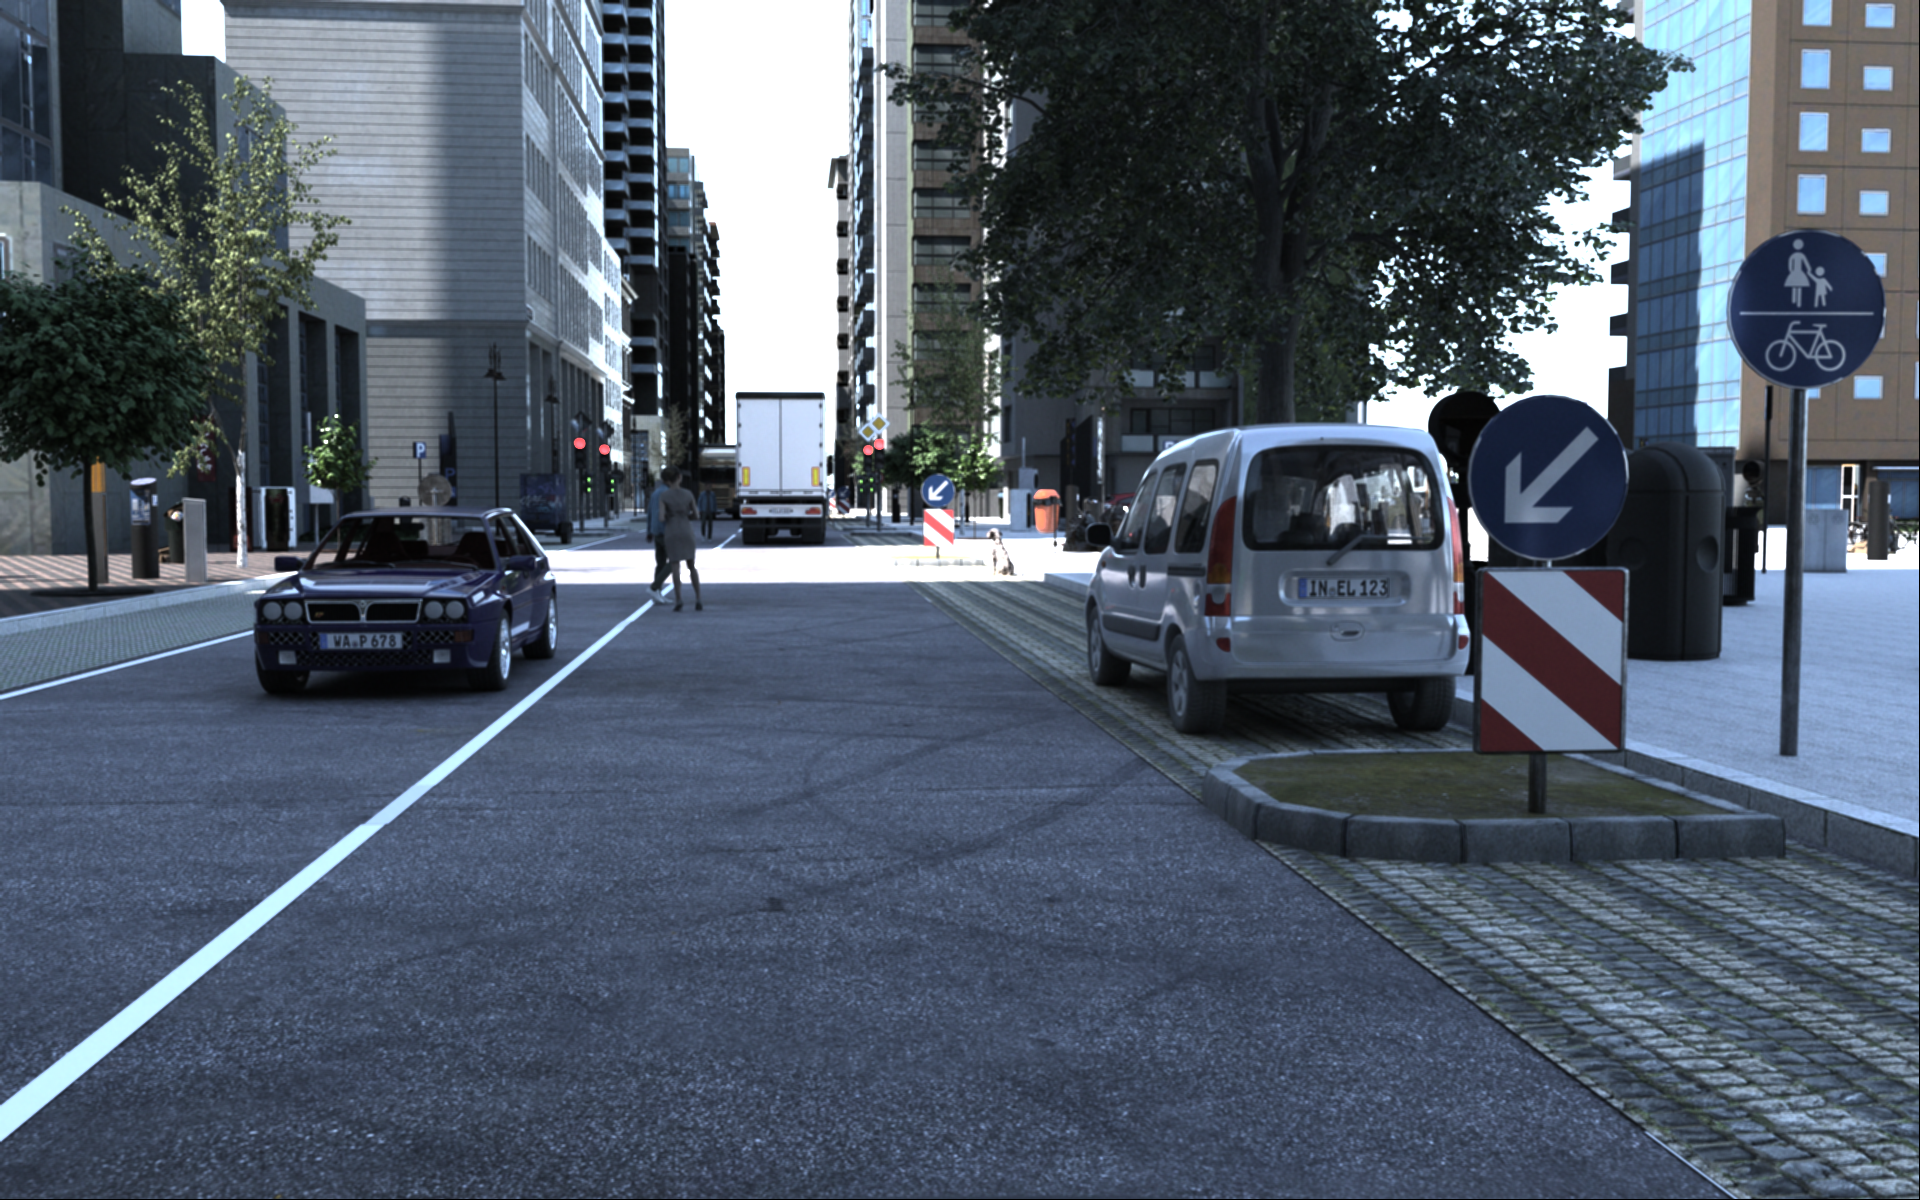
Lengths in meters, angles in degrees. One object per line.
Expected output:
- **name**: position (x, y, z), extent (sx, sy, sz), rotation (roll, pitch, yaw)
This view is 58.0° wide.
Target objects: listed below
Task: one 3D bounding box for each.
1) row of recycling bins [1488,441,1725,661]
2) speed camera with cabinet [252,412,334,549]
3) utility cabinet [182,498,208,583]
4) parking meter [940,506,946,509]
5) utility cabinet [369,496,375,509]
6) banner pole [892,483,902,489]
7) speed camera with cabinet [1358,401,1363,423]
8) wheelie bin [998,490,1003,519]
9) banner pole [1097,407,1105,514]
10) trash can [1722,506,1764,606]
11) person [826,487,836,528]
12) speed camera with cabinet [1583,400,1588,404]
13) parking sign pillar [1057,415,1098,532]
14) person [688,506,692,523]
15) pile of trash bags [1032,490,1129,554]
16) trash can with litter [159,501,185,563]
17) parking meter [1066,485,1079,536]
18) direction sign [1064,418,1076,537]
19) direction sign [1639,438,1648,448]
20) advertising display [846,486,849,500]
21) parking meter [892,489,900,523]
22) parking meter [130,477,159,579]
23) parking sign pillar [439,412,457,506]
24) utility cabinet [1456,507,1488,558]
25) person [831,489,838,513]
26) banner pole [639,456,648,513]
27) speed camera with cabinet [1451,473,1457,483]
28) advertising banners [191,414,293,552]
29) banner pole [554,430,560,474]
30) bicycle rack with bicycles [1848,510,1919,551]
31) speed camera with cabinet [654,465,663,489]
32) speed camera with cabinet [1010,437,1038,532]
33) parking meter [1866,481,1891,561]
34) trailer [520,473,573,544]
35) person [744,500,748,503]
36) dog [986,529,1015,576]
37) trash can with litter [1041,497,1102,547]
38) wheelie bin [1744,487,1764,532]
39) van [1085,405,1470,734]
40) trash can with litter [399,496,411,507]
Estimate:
- **row of recycling bins**: position (5.460, -0.481, 14.980), extent (1.069, 1.692, 3.534), rotation (0, 4, -2)
- **speed camera with cabinet**: position (-15.953, -2.868, 41.231), extent (0.660, 3.252, 2.038), rotation (2, 4, 33)
- **utility cabinet**: position (-11.228, -0.874, 25.454), extent (0.306, 1.237, 1.020), rotation (-1, 4, -22)
- **parking meter**: position (-0.744, -3.971, 73.331), extent (0.372, 1.533, 0.369), rotation (0, 3, 0)
- **utility cabinet**: position (-42.755, -7.032, 126.137), extent (0.306, 1.237, 1.020), rotation (-1, 4, -19)
- **banner pole**: position (-4.233, -7.620, 114.596), extent (0.863, 3.779, 0.401), rotation (-1, 4, -21)
- **speed camera with cabinet**: position (8.421, -2.658, 37.793), extent (0.660, 3.252, 2.038), rotation (0, 4, 4)
- **wheelie bin**: position (2.302, -4.891, 87.871), extent (0.693, 1.594, 0.980), rotation (1, 4, 16)
- **banner pole**: position (4.066, -3.660, 49.853), extent (0.401, 3.779, 0.863), rotation (1, 4, 21)
- **trash can**: position (8.866, -0.512, 20.025), extent (0.748, 1.137, 0.748), rotation (0, 3, 0)
- **person**: position (-5.436, -3.770, 70.893), extent (0.466, 1.731, 0.760), rotation (3, 5, 43)
- **speed camera with cabinet**: position (12.473, -2.581, 36.535), extent (2.038, 3.252, 0.660), rotation (1, 4, 11)
- **parking sign pillar**: position (4.076, -4.341, 59.450), extent (1.447, 3.967, 1.447), rotation (3, 5, 40)
- **person**: position (-13.258, -4.519, 84.987), extent (0.503, 1.515, 0.523), rotation (2, 4, 35)
- **pile of trash bags**: position (2.975, -1.723, 37.931), extent (3.447, 1.369, 1.912), rotation (-3, 4, -39)
- **trash can with litter**: position (-14.642, -1.269, 32.136), extent (1.055, 1.170, 0.624), rotation (2, 4, 26)
- **parking meter**: position (3.191, -2.498, 49.252), extent (0.372, 1.533, 0.369), rotation (0, 3, 0)
- **direction sign**: position (3.311, -3.658, 51.799), extent (0.379, 3.537, 0.876), rotation (-1, 4, -14)
- **direction sign**: position (27.716, -4.788, 70.284), extent (0.379, 3.537, 0.876), rotation (3, 5, 41)
- **advertising display**: position (-8.965, -8.133, 138.184), extent (0.123, 1.923, 0.974), rotation (-1, 4, -14)
- **parking meter**: position (-2.861, -4.232, 77.598), extent (0.372, 1.533, 0.369), rotation (0, 3, 0)
- **parking meter**: position (-12.370, -1.092, 26.271), extent (0.372, 1.533, 0.369), rotation (0, 3, 0)
- **parking sign pillar**: position (-16.570, -4.138, 56.133), extent (1.447, 3.967, 1.447), rotation (-1, 4, -20)
- **utility cabinet**: position (10.403, -1.589, 34.665), extent (0.318, 1.500, 1.173), rotation (-1, 4, -19)
- **person**: position (-8.867, -6.949, 122.391), extent (0.850, 1.792, 0.678), rotation (-1, 4, -10)
- **banner pole**: position (-20.972, -7.626, 114.700), extent (0.863, 3.779, 0.401), rotation (2, 4, 28)
- **speed camera with cabinet**: position (24.640, -5.667, 86.984), extent (0.660, 3.252, 2.038), rotation (1, 4, 19)
- **advertising banners**: position (-15.874, -2.573, 38.259), extent (2.074, 3.025, 0.090), rotation (-1, 4, -12)
- **banner pole**: position (-15.896, -4.788, 68.296), extent (0.401, 3.779, 0.863), rotation (-3, 4, -36)
- **bicycle rack with bicycles**: position (21.221, -1.635, 40.111), extent (2.852, 0.926, 2.925), rotation (-3, 5, -42)
- **speed camera with cabinet**: position (-20.837, -7.660, 119.581), extent (0.660, 3.252, 2.038), rotation (-1, 4, -10)
- **speed camera with cabinet**: position (2.225, -4.009, 59.881), extent (0.660, 3.252, 2.038), rotation (1, 4, 14)
- **parking meter**: position (17.715, -1.528, 33.398), extent (0.372, 1.533, 0.369), rotation (0, 3, 0)
- **trailer**: position (-11.801, -2.554, 48.808), extent (1.471, 1.999, 3.904), rotation (0, 4, -7)
- **person**: position (-17.488, -8.090, 140.867), extent (0.778, 1.811, 0.616), rotation (-3, 4, -37)
- **dog**: position (0.703, -0.823, 30.286), extent (0.513, 0.831, 0.800), rotation (0, 4, 3)
- **trash can with litter**: position (2.877, -1.934, 42.682), extent (2.233, 1.210, 1.678), rotation (-2, 4, -27)
- **wheelie bin**: position (27.321, -3.156, 59.516), extent (0.693, 1.594, 0.980), rotation (1, 4, 16)
- **van**: position (1.954, -0.289, 11.739), extent (2.013, 2.044, 4.112), rotation (0, 4, -6)
- **trash can with litter**: position (-17.333, -2.573, 53.123), extent (1.678, 1.210, 2.233), rotation (1, 4, 15)
